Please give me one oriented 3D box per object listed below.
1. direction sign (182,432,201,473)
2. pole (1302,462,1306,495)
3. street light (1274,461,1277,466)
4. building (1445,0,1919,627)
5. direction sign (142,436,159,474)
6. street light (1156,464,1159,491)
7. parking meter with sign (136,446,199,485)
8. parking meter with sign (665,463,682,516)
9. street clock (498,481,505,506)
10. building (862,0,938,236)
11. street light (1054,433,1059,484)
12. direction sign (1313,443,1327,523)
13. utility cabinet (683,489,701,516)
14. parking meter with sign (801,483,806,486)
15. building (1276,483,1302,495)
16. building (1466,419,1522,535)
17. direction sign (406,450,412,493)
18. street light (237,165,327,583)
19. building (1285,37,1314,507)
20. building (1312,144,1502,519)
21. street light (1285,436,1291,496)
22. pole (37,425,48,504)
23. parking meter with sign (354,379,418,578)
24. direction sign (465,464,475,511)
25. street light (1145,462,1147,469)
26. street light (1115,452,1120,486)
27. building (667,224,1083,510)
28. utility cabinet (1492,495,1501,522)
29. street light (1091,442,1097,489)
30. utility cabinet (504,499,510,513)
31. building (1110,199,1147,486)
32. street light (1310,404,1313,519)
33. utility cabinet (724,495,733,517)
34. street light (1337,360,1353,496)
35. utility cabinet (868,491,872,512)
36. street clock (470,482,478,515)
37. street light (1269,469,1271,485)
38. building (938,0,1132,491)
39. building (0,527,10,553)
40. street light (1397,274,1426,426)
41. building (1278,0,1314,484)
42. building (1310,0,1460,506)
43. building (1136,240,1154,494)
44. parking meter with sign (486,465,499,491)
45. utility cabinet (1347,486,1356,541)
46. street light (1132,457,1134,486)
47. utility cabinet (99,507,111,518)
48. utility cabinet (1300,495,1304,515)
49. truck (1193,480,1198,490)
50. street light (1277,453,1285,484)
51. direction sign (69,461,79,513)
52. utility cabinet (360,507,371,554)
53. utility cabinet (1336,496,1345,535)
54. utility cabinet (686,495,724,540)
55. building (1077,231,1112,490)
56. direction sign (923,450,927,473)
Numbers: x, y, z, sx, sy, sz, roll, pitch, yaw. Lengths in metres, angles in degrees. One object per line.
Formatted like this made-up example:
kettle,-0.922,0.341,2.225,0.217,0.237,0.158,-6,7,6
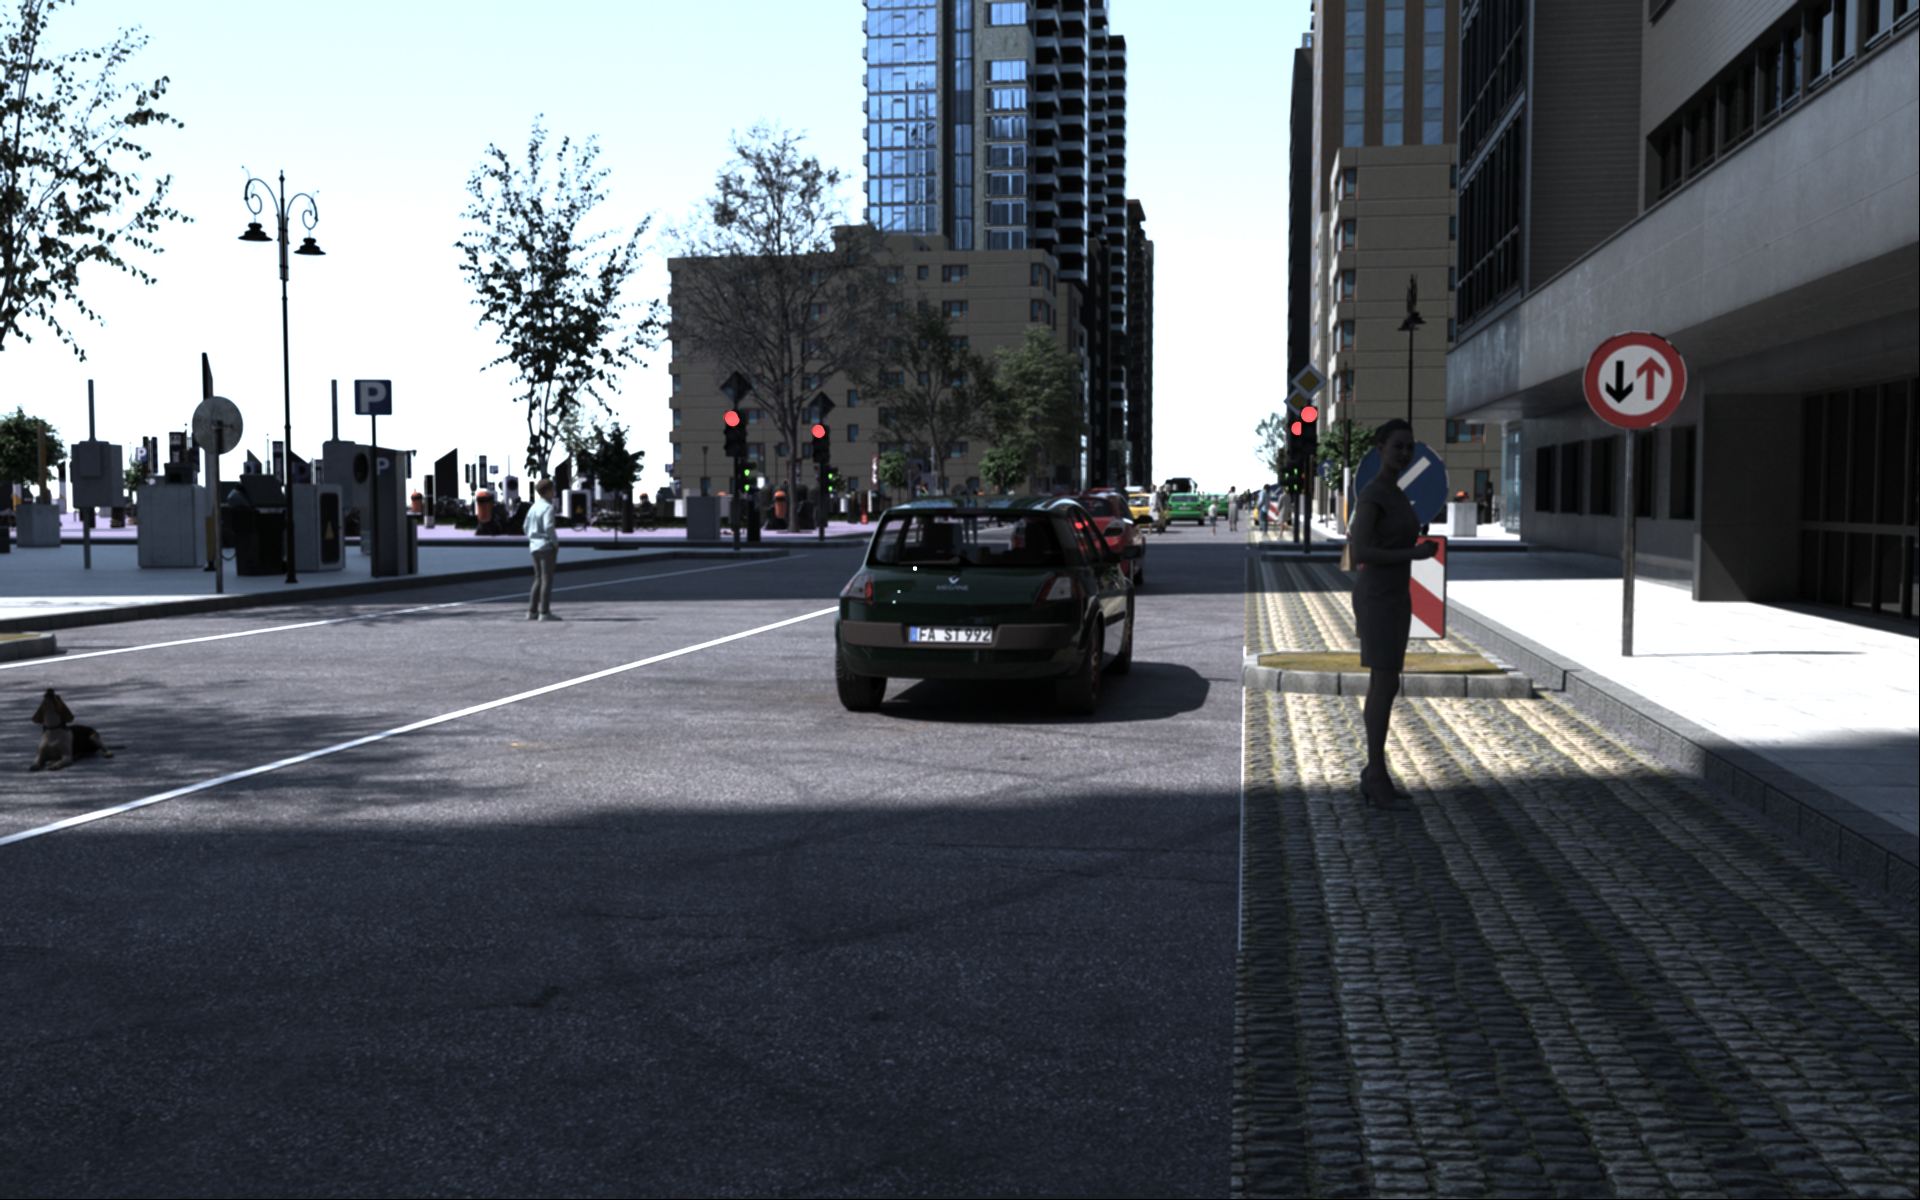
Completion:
direction sign,-28.268,-4.380,63.609,0.379,3.537,0.876,2,4,28
pole,21.721,-7.069,109.429,0.158,3.312,0.155,0,3,0
street light,35.542,-13.528,193.973,0.468,5.910,1.993,1,4,9
building,14.575,-12.263,19.575,14.314,24.678,30.058,1,4,9
direction sign,-31.659,-4.636,67.798,0.379,3.537,0.876,1,4,11
street light,30.012,-17.769,263.305,0.468,5.910,1.993,1,4,9
parking meter with sign,-18.948,-2.806,42.146,1.738,3.016,0.543,0,4,-4
parking meter with sign,-16.039,-6.205,97.708,0.543,3.016,1.738,-2,4,-33
street clock,-25.320,-5.590,95.969,0.358,2.002,0.471,3,5,45
building,2.061,-52.202,166.178,22.319,86.520,31.000,1,4,9
street light,6.818,-9.249,124.009,0.468,5.910,1.993,1,4,9
direction sign,16.096,-5.200,77.023,0.876,3.537,0.379,-1,4,-13
utility cabinet,-11.162,-3.881,72.137,0.318,1.500,1.173,1,4,15
parking meter with sign,-10.907,-7.494,118.780,1.738,3.016,0.543,-3,4,-36
building,64.330,-34.838,261.485,32.217,40.220,23.993,1,4,9
building,31.638,-26.508,53.014,30.456,49.044,23.786,1,4,9
direction sign,-28.446,-5.925,88.876,0.379,3.537,0.876,2,4,26
street light,-9.649,-3.182,24.816,0.468,5.910,1.993,1,4,9
building,45.113,-34.022,179.955,21.300,48.544,21.600,1,4,9
building,34.841,-15.511,98.641,27.650,21.520,28.899,1,4,9
street light,25.795,-9.932,135.170,0.468,5.910,1.993,1,4,9
pole,-27.078,-3.504,51.136,0.158,3.312,0.155,0,3,0
parking meter with sign,-8.952,-1.891,27.184,0.543,3.016,1.738,0,4,-3
direction sign,-36.302,-8.354,128.587,0.876,3.537,0.379,-3,4,-37
street light,25.158,-15.997,234.342,0.468,5.910,1.993,1,4,9
street light,16.697,-12.879,183.351,0.468,5.910,1.993,1,4,9
building,-5.373,-17.959,138.671,27.650,21.520,28.899,1,4,9
utility cabinet,25.031,-4.247,80.599,1.020,1.237,0.306,-3,5,-40
street light,11.857,-11.087,154.055,0.468,5.910,1.993,1,4,9
utility cabinet,-29.500,-6.368,112.798,0.318,1.500,1.173,-1,4,-18
building,15.469,-36.498,251.364,22.147,44.769,28.867,1,4,9
street light,18.138,-7.130,89.364,0.468,5.910,1.993,1,4,9
utility cabinet,-12.441,-5.052,93.761,1.020,1.237,0.306,0,4,-7
street light,13.275,-5.322,59.795,0.468,5.910,1.993,1,4,9
utility cabinet,-6.007,-6.583,116.317,0.318,1.500,1.173,-2,4,-27
street clock,-30.136,-6.285,107.334,0.471,2.002,0.358,2,4,32
street light,39.461,-14.975,217.632,0.468,5.910,1.993,1,4,9
building,11.230,-55.525,220.505,22.319,86.520,31.000,1,4,9
building,-33.944,-29.811,29.408,28.212,58.520,21.231,1,4,9
street light,9.508,-3.903,36.597,0.468,5.910,1.993,1,4,9
building,54.877,-56.332,233.702,22.319,86.520,31.000,1,4,9
building,35.415,-29.879,138.637,14.600,45.320,14.200,1,4,9
building,22.967,-35.986,271.962,14.154,41.232,14.086,1,4,9
parking meter with sign,-28.291,-6.620,104.499,0.543,3.016,1.738,-2,4,-28
utility cabinet,10.698,-2.329,46.751,0.318,1.500,1.173,1,4,21
street light,20.467,-14.224,205.352,0.468,5.910,1.993,1,4,9
utility cabinet,-46.632,-5.097,94.496,0.306,1.237,1.020,0,4,-5
utility cabinet,20.960,-5.802,106.028,1.020,1.237,0.306,1,4,14
truck,30.218,-14.455,232.260,3.469,3.379,9.791,1,4,9
street light,30.584,-11.704,164.143,0.468,5.910,1.993,1,4,9
direction sign,-61.362,-7.844,120.248,0.379,3.537,0.876,2,4,33
utility cabinet,-12.336,-1.703,36.524,0.318,1.500,1.173,-3,4,-36
utility cabinet,12.123,-2.687,55.093,0.306,1.237,1.020,1,4,9
utility cabinet,-7.168,-2.279,48.421,1.020,1.237,0.306,2,4,32
building,8.972,-25.557,189.565,14.160,30.474,14.107,1,4,9
direction sign,-1.821,-6.005,90.185,0.379,3.537,0.876,0,4,7
